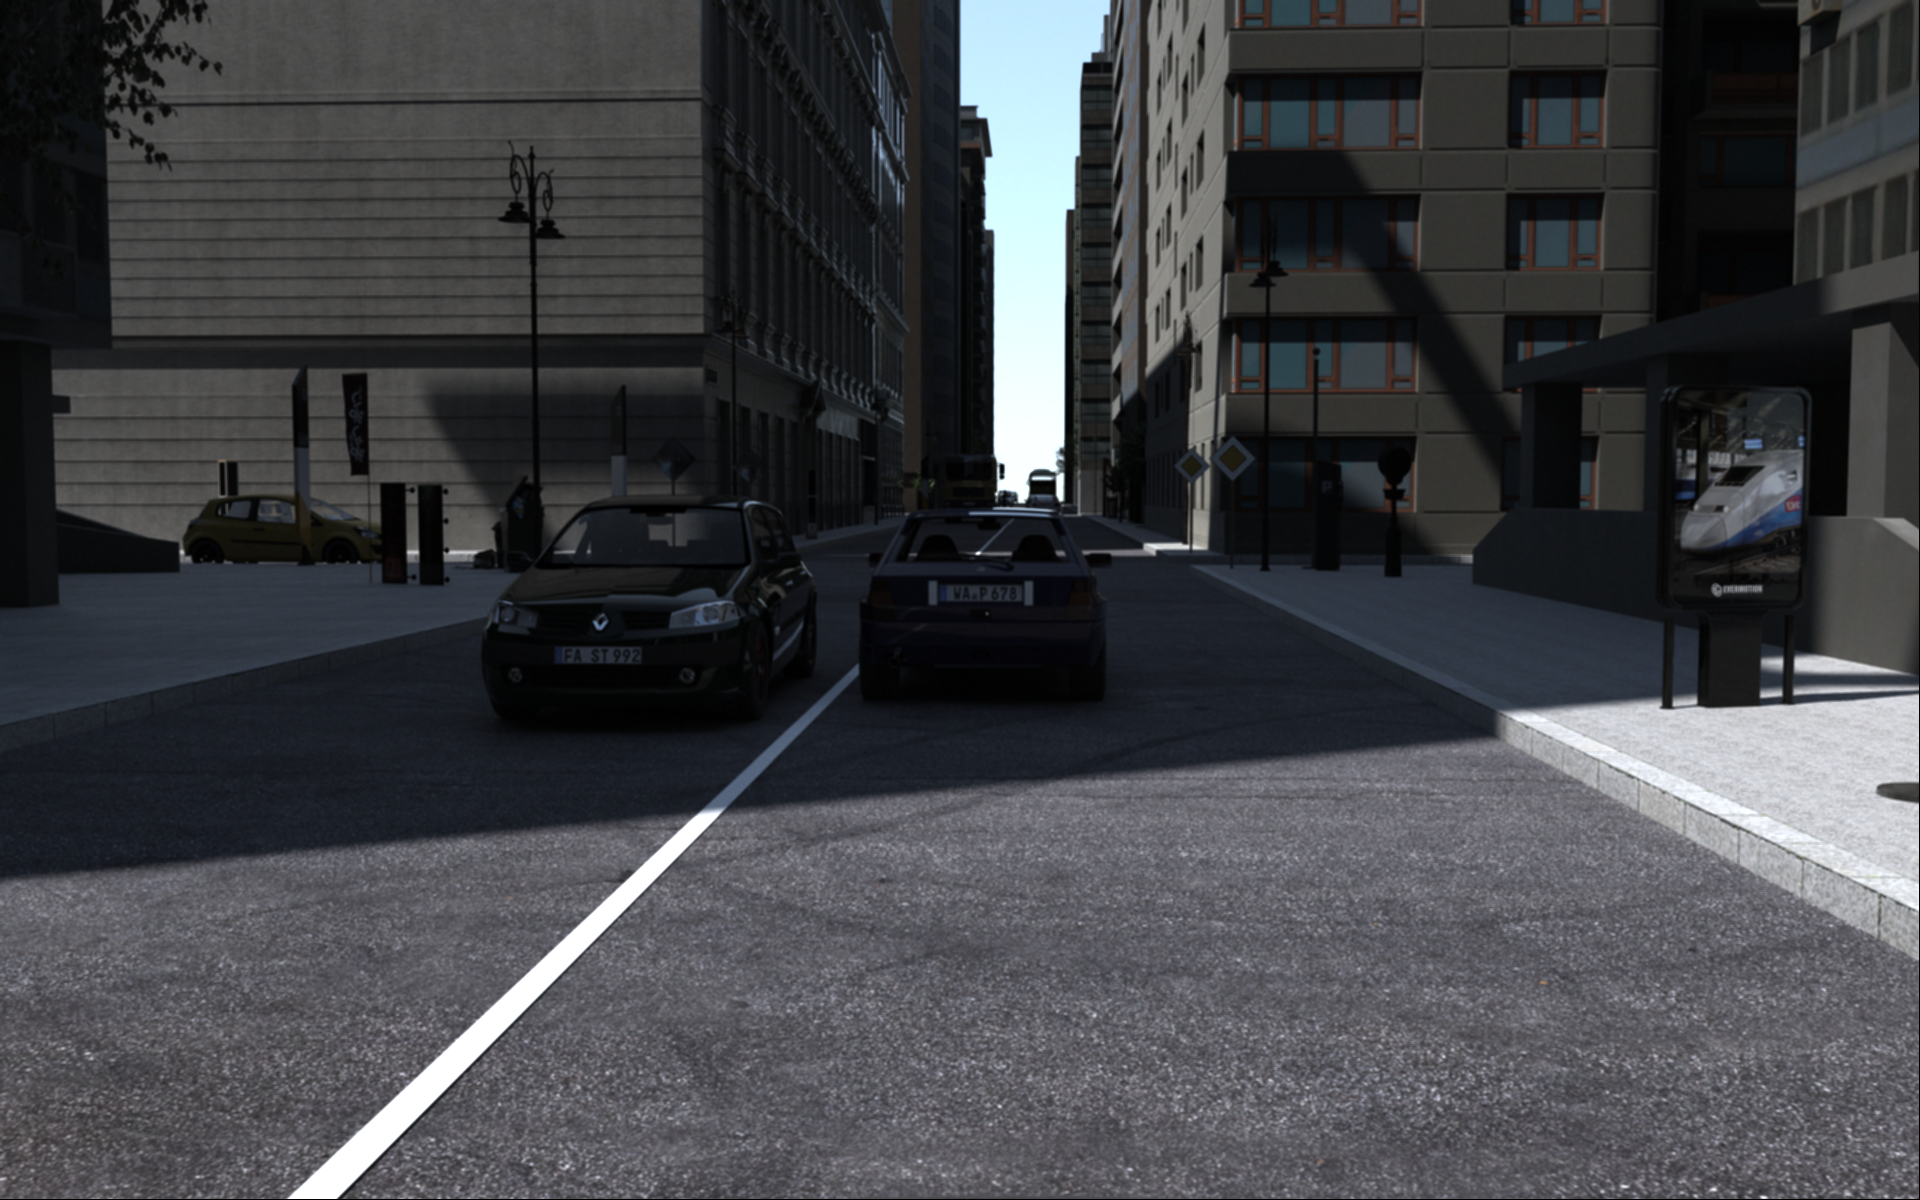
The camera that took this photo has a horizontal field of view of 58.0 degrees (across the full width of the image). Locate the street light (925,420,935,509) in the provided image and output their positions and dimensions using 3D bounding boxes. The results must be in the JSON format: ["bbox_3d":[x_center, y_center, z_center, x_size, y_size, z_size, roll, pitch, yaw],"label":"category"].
[{"bbox_3d":[-1.965,-8.181,106.552,0.468,5.910,1.993,0,4,3],"label":"street light"}]

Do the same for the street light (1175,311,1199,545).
[{"bbox_3d":[5.731,-4.346,43.842,0.468,5.910,1.993,0,4,3],"label":"street light"}]

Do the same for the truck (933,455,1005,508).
[{"bbox_3d":[0.548,-5.592,87.358,3.469,3.379,9.791,0,4,2],"label":"truck"}]

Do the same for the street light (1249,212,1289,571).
[{"bbox_3d":[5.093,-3.422,28.737,0.468,5.910,1.993,0,4,3],"label":"street light"}]

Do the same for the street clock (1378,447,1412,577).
[{"bbox_3d":[6.723,-1.362,26.831,0.471,2.002,0.358,-1,4,-20],"label":"street clock"}]

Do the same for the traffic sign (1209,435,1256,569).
[{"bbox_3d":[4.657,-1.590,29.642,0.795,2.450,0.064,0,4,3],"label":"traffic sign"}]

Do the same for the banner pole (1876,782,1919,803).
[{"bbox_3d":[4.231,-1.040,7.027,0.401,3.779,0.863,-2,4,-32],"label":"banner pole"}]

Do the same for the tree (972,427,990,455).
[{"bbox_3d":[1.333,-14.715,190.955,4.737,8.622,4.395,0,3,0],"label":"tree"}]

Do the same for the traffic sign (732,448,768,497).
[{"bbox_3d":[-4.612,-2.106,38.077,0.795,2.450,0.064,0,4,3],"label":"traffic sign"}]

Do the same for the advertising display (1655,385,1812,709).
[{"bbox_3d":[4.645,-0.318,10.411,0.974,1.923,0.123,-1,4,-15],"label":"advertising display"}]

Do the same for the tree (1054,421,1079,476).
[{"bbox_3d":[13.970,-16.091,197.502,7.601,10.594,8.767,3,5,41],"label":"tree"}]

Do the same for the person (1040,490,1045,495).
[{"bbox_3d":[6.330,-7.521,132.413,0.756,1.711,0.436,2,4,30],"label":"person"}]

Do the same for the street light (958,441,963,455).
[{"bbox_3d":[0.104,-10.763,148.756,0.468,5.910,1.993,0,4,3],"label":"street light"}]

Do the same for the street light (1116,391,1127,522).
[{"bbox_3d":[7.257,-6.438,78.055,0.468,5.910,1.993,0,4,3],"label":"street light"}]

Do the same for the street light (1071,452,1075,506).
[{"bbox_3d":[13.152,-14.161,204.317,0.468,5.910,1.993,0,4,3],"label":"street light"}]

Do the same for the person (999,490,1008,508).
[{"bbox_3d":[3.284,-7.418,130.503,0.721,1.743,1.217,-2,4,-32],"label":"person"}]

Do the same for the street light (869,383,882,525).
[{"bbox_3d":[-3.505,-6.082,72.223,0.468,5.910,1.993,0,4,3],"label":"street light"}]

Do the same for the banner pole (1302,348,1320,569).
[{"bbox_3d":[6.132,-2.442,29.948,0.401,3.779,0.863,1,4,9],"label":"banner pole"}]

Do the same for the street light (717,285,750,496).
[{"bbox_3d":[-5.014,-4.018,38.478,0.468,5.910,1.993,0,4,3],"label":"street light"}]

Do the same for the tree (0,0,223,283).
[{"bbox_3d":[-6.835,-3.741,11.521,4.360,8.622,3.978,0,3,0],"label":"tree"}]

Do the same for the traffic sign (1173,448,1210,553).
[{"bbox_3d":[5.021,-2.078,37.618,0.795,2.450,0.064,0,4,3],"label":"traffic sign"}]

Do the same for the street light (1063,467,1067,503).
[{"bbox_3d":[16.170,-18.289,271.815,0.468,5.910,1.993,0,4,3],"label":"street light"}]

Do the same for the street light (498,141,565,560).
[{"bbox_3d":[-5.684,-3.081,23.159,0.468,5.910,1.993,0,4,3],"label":"street light"}]

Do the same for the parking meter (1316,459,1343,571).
[{"bbox_3d":[6.195,-1.427,29.041,0.399,1.863,0.255,2,4,29],"label":"parking meter"}]

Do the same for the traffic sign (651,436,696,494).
[{"bbox_3d":[-4.976,-1.618,30.100,0.795,2.450,0.064,0,4,3],"label":"traffic sign"}]

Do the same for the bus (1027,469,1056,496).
[{"bbox_3d":[8.044,-10.931,170.266,2.896,3.916,12.252,0,4,2],"label":"bus"}]

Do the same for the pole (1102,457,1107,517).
[{"bbox_3d":[8.046,-6.272,96.386,0.158,3.312,0.155,0,3,0],"label":"pole"}]

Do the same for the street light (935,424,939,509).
[{"bbox_3d":[-1.565,-8.699,115.018,0.468,5.910,1.993,0,4,3],"label":"street light"}]

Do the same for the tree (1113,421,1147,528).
[{"bbox_3d":[7.581,-5.076,66.711,4.285,4.588,4.351,0,3,0],"label":"tree"}]

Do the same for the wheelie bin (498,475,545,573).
[{"bbox_3d":[-7.207,-1.261,28.525,0.693,1.594,0.980,-2,4,-27],"label":"wheelie bin"}]

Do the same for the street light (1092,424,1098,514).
[{"bbox_3d":[9.229,-9.019,120.247,0.468,5.910,1.993,0,4,3],"label":"street light"}]

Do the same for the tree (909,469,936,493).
[{"bbox_3d":[-2.188,-7.153,111.546,1.663,3.219,1.824,0,3,0],"label":"tree"}]

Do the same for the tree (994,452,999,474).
[{"bbox_3d":[4.308,-19.724,272.845,4.360,8.622,3.978,0,3,0],"label":"tree"}]

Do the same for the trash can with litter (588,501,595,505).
[{"bbox_3d":[-5.661,-1.033,28.274,0.624,1.170,1.055,2,4,31],"label":"trash can with litter"}]

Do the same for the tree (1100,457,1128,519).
[{"bbox_3d":[7.937,-5.763,88.826,1.663,3.219,1.824,0,3,0],"label":"tree"}]
